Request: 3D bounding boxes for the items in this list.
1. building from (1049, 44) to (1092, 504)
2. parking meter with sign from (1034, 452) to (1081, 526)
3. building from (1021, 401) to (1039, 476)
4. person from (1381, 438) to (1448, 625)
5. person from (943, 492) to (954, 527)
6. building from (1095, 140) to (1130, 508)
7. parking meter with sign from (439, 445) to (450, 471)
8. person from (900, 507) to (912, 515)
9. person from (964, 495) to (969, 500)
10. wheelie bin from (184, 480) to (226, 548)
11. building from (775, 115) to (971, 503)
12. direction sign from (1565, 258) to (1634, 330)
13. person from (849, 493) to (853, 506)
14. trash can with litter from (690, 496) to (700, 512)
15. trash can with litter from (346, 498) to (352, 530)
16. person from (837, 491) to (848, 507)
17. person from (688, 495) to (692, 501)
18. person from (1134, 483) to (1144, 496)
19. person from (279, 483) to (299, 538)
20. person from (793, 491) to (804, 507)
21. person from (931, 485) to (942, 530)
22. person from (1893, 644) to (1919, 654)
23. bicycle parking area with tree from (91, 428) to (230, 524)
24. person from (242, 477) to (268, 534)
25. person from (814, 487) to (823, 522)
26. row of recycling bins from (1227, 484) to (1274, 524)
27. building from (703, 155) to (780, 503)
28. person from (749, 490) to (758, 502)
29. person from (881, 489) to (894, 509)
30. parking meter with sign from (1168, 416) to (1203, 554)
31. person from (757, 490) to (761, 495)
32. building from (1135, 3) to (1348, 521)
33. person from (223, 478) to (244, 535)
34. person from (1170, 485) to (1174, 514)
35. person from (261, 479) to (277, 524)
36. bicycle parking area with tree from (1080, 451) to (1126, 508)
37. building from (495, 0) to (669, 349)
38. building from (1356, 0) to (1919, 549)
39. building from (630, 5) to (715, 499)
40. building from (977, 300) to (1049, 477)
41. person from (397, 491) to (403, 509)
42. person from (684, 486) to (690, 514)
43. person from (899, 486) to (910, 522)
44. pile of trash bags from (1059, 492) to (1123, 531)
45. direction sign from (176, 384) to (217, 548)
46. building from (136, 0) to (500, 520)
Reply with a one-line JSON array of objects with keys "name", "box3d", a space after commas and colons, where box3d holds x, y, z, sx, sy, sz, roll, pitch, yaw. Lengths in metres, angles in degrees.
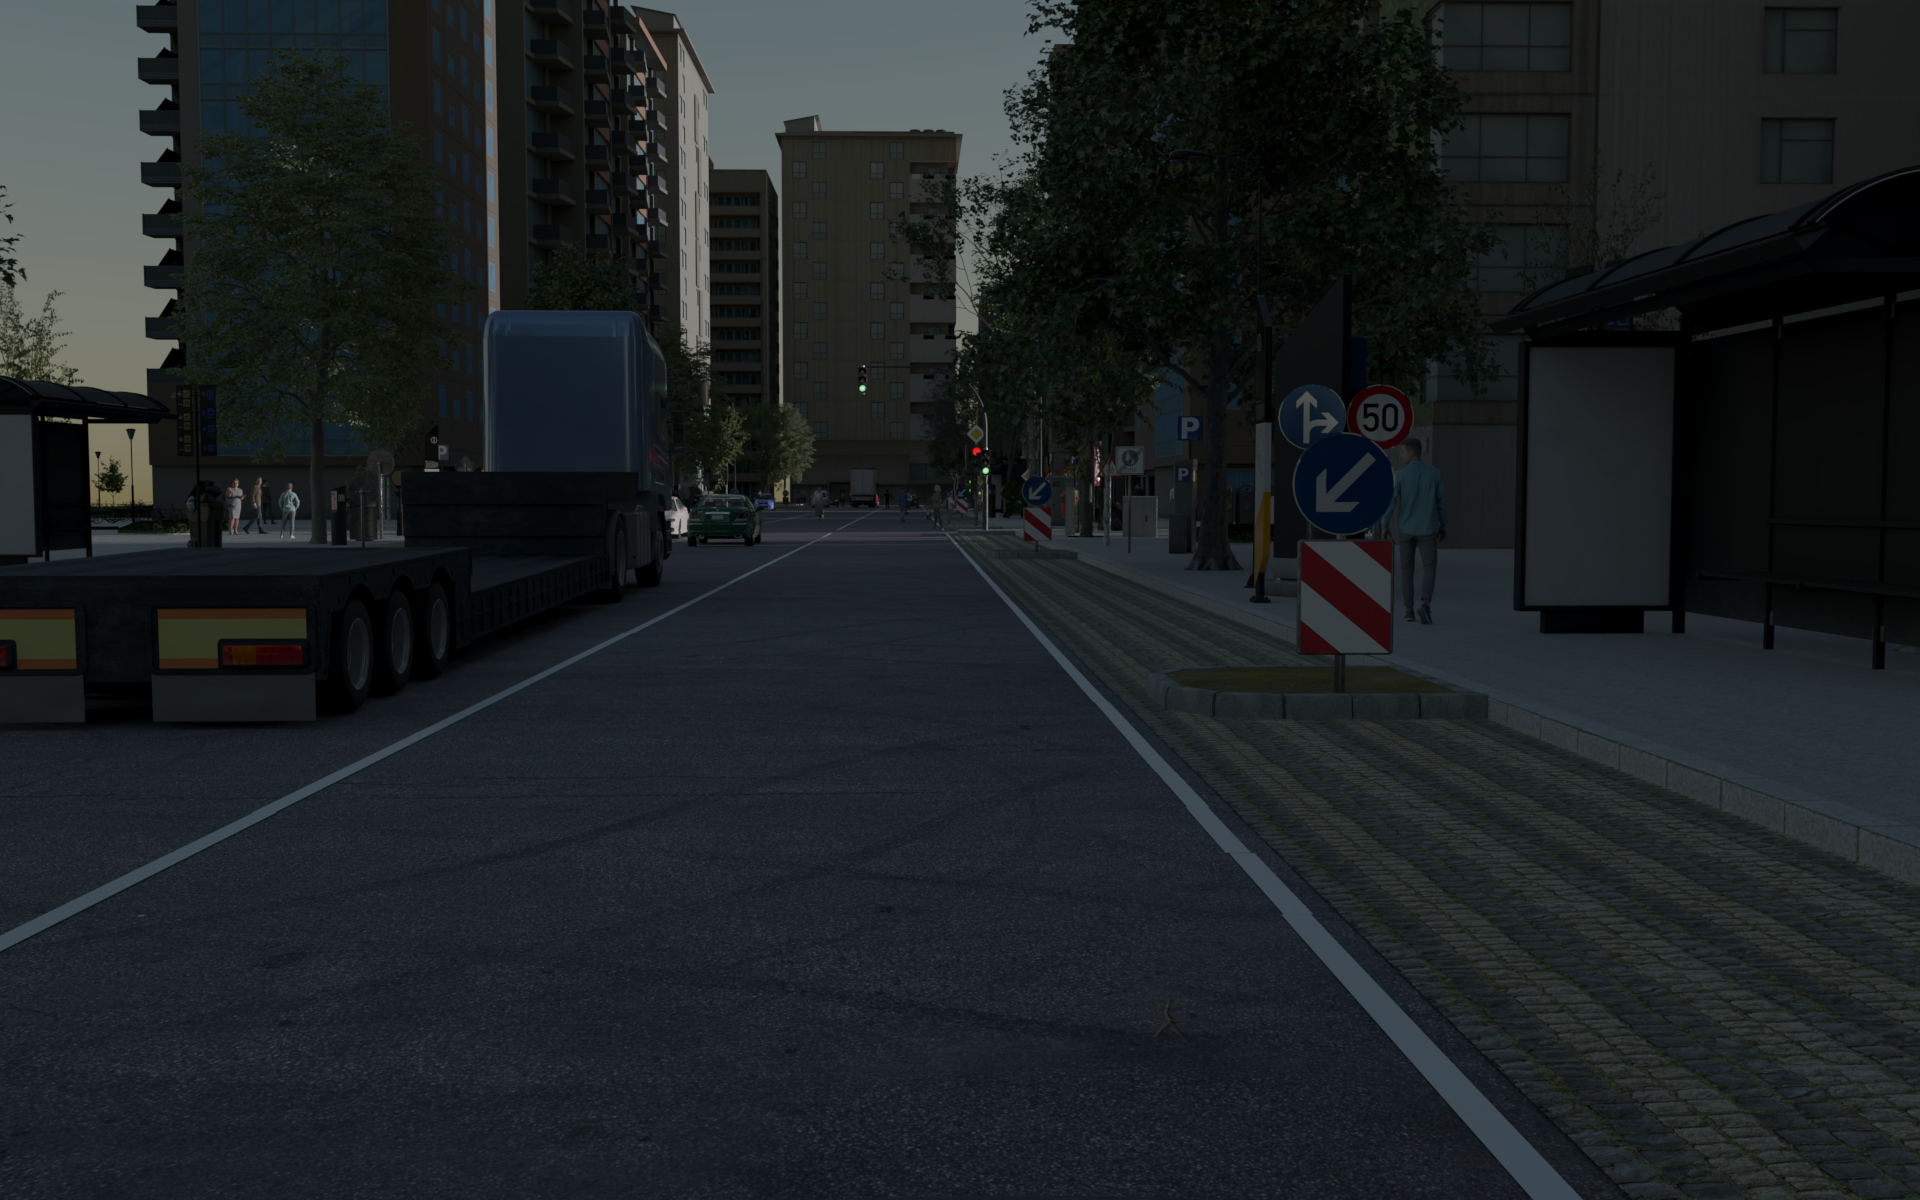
[{"name": "building", "box3d": [15.180, -29.230, 161.511, 14.154, 41.232, 14.086, 0, 4, -2]}, {"name": "parking meter with sign", "box3d": [3.834, -4.480, 69.503, 1.738, 3.016, 0.543, -1, 4, -19]}, {"name": "building", "box3d": [21.673, -21.603, 198.247, 27.650, 21.520, 28.899, 0, 4, -2]}, {"name": "person", "box3d": [4.522, -0.695, 17.269, 0.638, 1.841, 0.748, 1, 4, 20]}, {"name": "person", "box3d": [-0.473, -3.913, 75.068, 0.503, 1.515, 0.523, 2, 4, 24]}, {"name": "building", "box3d": [20.327, -29.098, 130.376, 22.147, 44.769, 28.867, 0, 4, -2]}, {"name": "parking meter with sign", "box3d": [-18.444, -3.924, 60.423, 0.543, 3.016, 1.738, 1, 4, 10]}, {"name": "person", "box3d": [-3.708, -6.274, 116.582, 0.738, 1.151, 1.012, -1, 4, -17]}, {"name": "person", "box3d": [0.417, -9.357, 159.584, 0.990, 1.755, 0.434, 2, 4, 31]}, {"name": "wheelie bin", "box3d": [-17.407, -1.965, 40.033, 0.693, 1.594, 0.980, 1, 4, 11]}, {"name": "building", "box3d": [-11.615, -40.374, 249.353, 27.495, 52.752, 28.713, 0, 4, -2]}, {"name": "direction sign", "box3d": [6.265, -1.534, 17.078, 0.379, 3.537, 0.876, -2, 4, -24]}, {"name": "person", "box3d": [-12.629, -11.902, 202.965, 0.709, 1.838, 0.599, 3, 5, 42]}, {"name": "trash can with litter", "box3d": [-18.171, -6.531, 118.175, 1.055, 1.170, 0.624, 3, 5, 44]}, {"name": "trash can with litter", "box3d": [-21.749, -3.065, 61.506, 0.624, 1.170, 1.055, -3, 4, -37]}, {"name": "person", "box3d": [-12.695, -10.908, 187.558, 1.217, 1.736, 0.721, 1, 4, 18]}, {"name": "person", "box3d": [-19.230, -6.879, 123.191, 0.362, 1.253, 0.373, 0, 3, 0]}, {"name": "person", "box3d": [9.987, -5.597, 96.912, 0.474, 1.900, 0.648, 1, 4, 18]}, {"name": "person", "box3d": [-19.542, -2.605, 50.447, 0.589, 1.601, 0.330, -1, 4, -9]}, {"name": "person", "box3d": [-17.603, -10.982, 188.757, 1.217, 1.736, 0.721, 0, 4, -3]}, {"name": "person", "box3d": [-0.980, -3.748, 69.969, 0.526, 1.800, 0.537, 0, 4, 1]}, {"name": "person", "box3d": [7.803, -0.432, 14.111, 0.522, 1.701, 0.512, 0, 4, -5]}, {"name": "bicycle parking area with tree", "box3d": [-38.170, -5.539, 77.570, 9.016, 4.147, 8.231, -3, 4, -38]}, {"name": "person", "box3d": [-22.656, -3.043, 55.709, 0.836, 1.842, 0.656, -3, 5, -41]}, {"name": "person", "box3d": [-7.335, -4.975, 90.073, 0.478, 1.798, 0.641, 0, 4, 8]}, {"name": "row of recycling bins", "box3d": [11.977, -3.861, 70.236, 3.534, 1.692, 1.069, 0, 4, -2]}, {"name": "building", "box3d": [-36.940, -38.014, 245.237, 21.600, 48.544, 21.300, 0, 4, -2]}, {"name": "person", "box3d": [-20.370, -10.126, 172.321, 1.217, 1.735, 0.721, 1, 4, 13]}, {"name": "person", "box3d": [-6.809, -9.404, 161.891, 1.348, 1.869, 0.705, -2, 4, -23]}, {"name": "parking meter with sign", "box3d": [4.906, -2.546, 37.890, 0.543, 3.016, 1.738, 1, 4, 16]}, {"name": "person", "box3d": [-24.801, -12.773, 214.895, 0.705, 1.823, 1.348, 2, 4, 28]}, {"name": "building", "box3d": [17.865, -27.440, 98.754, 14.600, 45.320, 14.200, 0, 4, -2]}, {"name": "person", "box3d": [-22.927, -2.950, 54.637, 0.532, 1.782, 0.716, 3, 5, 42]}, {"name": "person", "box3d": [10.083, -4.546, 80.469, 0.679, 1.850, 0.850, 0, 4, 6]}, {"name": "person", "box3d": [-29.489, -4.181, 73.760, 0.648, 1.900, 0.474, 1, 4, 21]}, {"name": "bicycle parking area with tree", "box3d": [10.220, -7.670, 112.402, 9.016, 4.147, 8.231, 1, 4, 11]}, {"name": "building", "box3d": [-38.678, -30.760, 157.553, 22.147, 44.769, 28.867, 0, 4, -2]}, {"name": "building", "box3d": [17.808, -22.179, 46.225, 14.154, 41.232, 14.086, 0, 4, -2]}, {"name": "building", "box3d": [-42.936, -37.126, 196.252, 27.495, 52.752, 28.713, 0, 4, -2]}, {"name": "building", "box3d": [9.673, -28.844, 243.301, 14.107, 30.474, 14.160, 0, 4, -2]}, {"name": "person", "box3d": [-17.460, -2.950, 54.694, 0.534, 1.772, 0.576, 0, 4, -5]}, {"name": "person", "box3d": [-17.578, -6.355, 110.340, 0.834, 1.777, 0.661, 1, 4, 14]}, {"name": "person", "box3d": [-2.913, -4.873, 88.200, 0.581, 1.822, 0.654, 2, 4, 32]}, {"name": "pile of trash bags", "box3d": [5.180, -3.126, 60.859, 3.447, 1.369, 1.912, 1, 4, 13]}, {"name": "direction sign", "box3d": [-15.785, -2.683, 35.866, 0.876, 3.537, 0.379, 1, 4, 9]}, {"name": "building", "box3d": [-33.059, -26.985, 91.312, 14.600, 45.320, 14.200, 0, 4, -2]}]
